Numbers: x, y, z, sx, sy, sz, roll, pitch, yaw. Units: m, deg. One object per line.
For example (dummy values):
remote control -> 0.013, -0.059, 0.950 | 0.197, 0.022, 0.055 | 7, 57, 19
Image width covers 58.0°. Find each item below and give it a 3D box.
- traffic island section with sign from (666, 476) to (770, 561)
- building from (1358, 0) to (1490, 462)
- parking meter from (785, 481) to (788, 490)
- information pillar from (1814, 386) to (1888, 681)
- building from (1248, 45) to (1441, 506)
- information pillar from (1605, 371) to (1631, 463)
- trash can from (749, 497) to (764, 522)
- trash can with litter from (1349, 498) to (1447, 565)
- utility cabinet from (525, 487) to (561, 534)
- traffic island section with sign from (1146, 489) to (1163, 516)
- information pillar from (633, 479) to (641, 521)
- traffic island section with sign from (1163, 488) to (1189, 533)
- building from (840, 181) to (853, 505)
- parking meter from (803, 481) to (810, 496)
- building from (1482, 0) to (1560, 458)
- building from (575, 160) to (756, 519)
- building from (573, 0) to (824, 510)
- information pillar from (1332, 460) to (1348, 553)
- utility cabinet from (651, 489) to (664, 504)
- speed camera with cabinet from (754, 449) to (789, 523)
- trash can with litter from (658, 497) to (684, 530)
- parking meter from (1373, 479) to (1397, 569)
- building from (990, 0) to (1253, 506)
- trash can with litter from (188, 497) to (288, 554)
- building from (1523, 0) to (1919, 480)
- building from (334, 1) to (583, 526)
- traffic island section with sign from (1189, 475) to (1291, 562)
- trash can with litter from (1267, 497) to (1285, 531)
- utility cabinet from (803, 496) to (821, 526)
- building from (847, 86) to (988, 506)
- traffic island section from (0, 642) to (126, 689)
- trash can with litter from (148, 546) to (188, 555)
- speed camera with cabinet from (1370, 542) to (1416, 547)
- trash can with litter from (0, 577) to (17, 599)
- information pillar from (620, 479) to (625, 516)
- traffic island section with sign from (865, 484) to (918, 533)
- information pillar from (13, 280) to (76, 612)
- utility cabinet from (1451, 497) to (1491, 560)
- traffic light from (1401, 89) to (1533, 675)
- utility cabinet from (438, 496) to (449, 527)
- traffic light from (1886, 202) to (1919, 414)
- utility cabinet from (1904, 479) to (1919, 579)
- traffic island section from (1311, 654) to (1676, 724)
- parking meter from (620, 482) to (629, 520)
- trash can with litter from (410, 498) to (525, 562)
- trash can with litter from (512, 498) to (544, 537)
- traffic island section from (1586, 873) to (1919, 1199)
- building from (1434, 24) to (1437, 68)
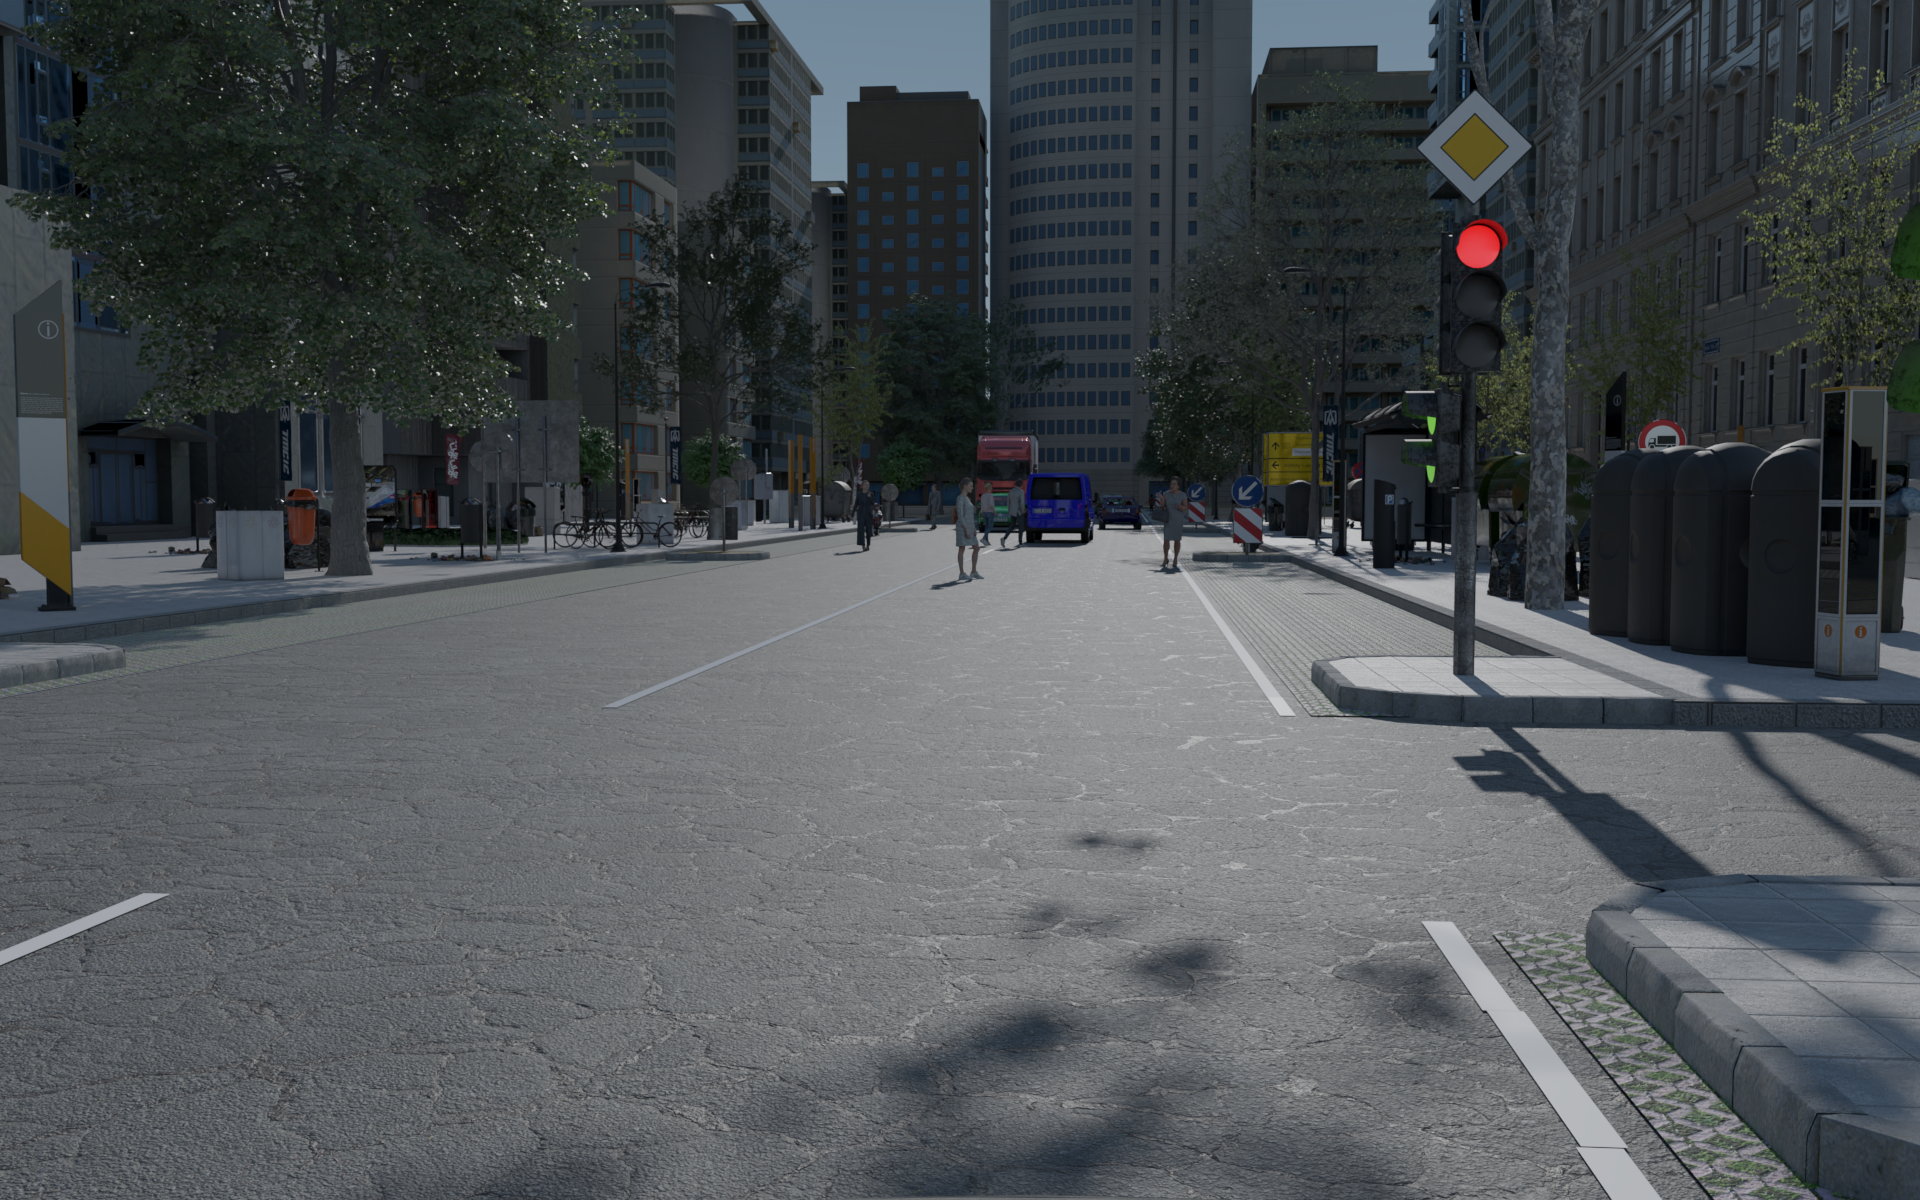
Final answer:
traffic island section with sign -> -5.237, -1.793, 37.942 | 1.989, 1.847, 2.006 | 0, 4, 5
building -> 43.320, -49.855, 127.804 | 22.319, 86.520, 31.000 | 0, 4, 5
parking meter -> -7.828, -4.515, 79.536 | 0.399, 1.863, 0.255 | 0, 4, -7
information pillar -> 6.159, -0.458, 11.977 | 0.304, 2.012, 0.304 | 0, 4, -7
building -> 42.580, -34.731, 191.551 | 21.600, 48.544, 21.300 | 0, 4, 5
information pillar -> 12.564, -2.560, 33.219 | 0.183, 3.616, 0.504 | -1, 4, -19
trash can -> -9.424, -4.214, 80.548 | 0.748, 1.137, 0.748 | 0, 3, 0
trash can with litter -> 8.252, -1.296, 32.242 | 1.678, 1.210, 2.233 | 0, 4, 1
utility cabinet -> -13.186, -2.819, 54.762 | 1.173, 1.500, 0.318 | 2, 4, 27
traffic island section with sign -> 13.410, -6.428, 113.729 | 1.989, 1.847, 2.006 | 0, 4, 5
information pillar -> -15.395, -4.775, 82.567 | 0.304, 2.012, 0.304 | 0, 4, 2
traffic island section with sign -> 8.615, -3.391, 64.071 | 1.989, 1.847, 2.006 | 0, 4, 5
building -> -23.032, -31.341, 204.308 | 23.993, 40.220, 32.217 | 0, 4, 5
parking meter -> -6.917, -4.441, 78.321 | 0.255, 1.863, 0.399 | 1, 4, 19
building -> 44.536, -25.037, 101.239 | 32.217, 40.220, 23.993 | 0, 4, 5
building -> -29.190, -15.931, 105.511 | 27.650, 21.520, 28.899 | 0, 4, 5
building -> -24.237, -27.191, 136.454 | 23.993, 40.220, 32.217 | 0, 4, 5
information pillar -> 8.288, -2.036, 37.789 | 0.304, 2.012, 0.304 | 1, 4, 18
utility cabinet -> -13.779, -4.303, 79.035 | 0.318, 1.500, 1.173 | -2, 4, -24
speed camera with cabinet -> -8.245, -5.016, 76.353 | 0.660, 3.252, 2.038 | 2, 4, 32
trash can with litter -> -10.382, -3.112, 62.264 | 1.055, 1.170, 0.624 | 0, 4, -3
parking meter -> 7.330, -1.315, 29.913 | 0.372, 1.533, 0.369 | 0, 3, 0
building -> 17.663, -39.894, 194.268 | 28.212, 58.520, 21.231 | 0, 4, 5
trash can with litter -> -13.579, -1.398, 33.914 | 1.678, 1.210, 2.233 | 3, 5, 42
building -> 32.451, -16.806, 72.037 | 12.463, 27.353, 25.104 | 0, 4, 5
building -> -25.304, -18.497, 74.125 | 14.160, 30.474, 14.107 | 0, 4, 5
traffic island section with sign -> 5.997, -1.741, 37.086 | 1.989, 1.847, 2.006 | 0, 4, 5
trash can with litter -> 11.127, -2.955, 59.706 | 1.055, 1.170, 0.624 | 2, 4, 25
utility cabinet -> -6.087, -3.618, 70.322 | 0.306, 1.237, 1.020 | 2, 4, 35
building -> -4.410, -33.217, 193.211 | 14.200, 45.320, 14.600 | 0, 4, 5
traffic island section -> -7.936, 0.541, 13.428 | 2.009, 0.180, 2.903 | 0, 4, 5
trash can with litter -> -16.508, -1.613, 37.430 | 2.233, 1.210, 1.678 | 1, 4, 23
speed camera with cabinet -> 11.069, -2.924, 42.151 | 2.038, 3.252, 0.660 | 0, 4, -8
trash can with litter -> -12.094, -0.597, 21.150 | 1.055, 1.170, 0.624 | 0, 4, 0
information pillar -> -16.952, -5.050, 87.066 | 0.304, 2.012, 0.304 | 2, 4, 35
traffic island section with sign -> -2.630, -3.444, 64.932 | 1.989, 1.847, 2.006 | 0, 4, 5
information pillar -> -9.984, -1.683, 18.869 | 0.504, 3.616, 0.183 | -3, 5, -41
utility cabinet -> 10.078, -1.372, 33.597 | 1.020, 1.237, 0.306 | 0, 4, 0
traffic light -> 3.563, -1.424, 12.203 | 0.839, 4.253, 0.868 | 0, 4, 5
utility cabinet -> -16.617, -2.710, 55.463 | 0.306, 1.237, 1.020 | -2, 4, -30
traffic light -> 2.795, -0.938, 4.255 | 0.839, 4.253, 0.868 | 0, 4, 5
utility cabinet -> 14.523, -1.062, 26.037 | 0.318, 1.500, 1.173 | 1, 4, 10
traffic island section -> 3.602, 0.610, 12.313 | 2.009, 0.180, 2.903 | 0, 4, 5
parking meter -> -16.349, -4.824, 84.581 | 0.399, 1.863, 0.255 | 2, 4, 24
trash can with litter -> -9.689, -1.379, 33.606 | 2.233, 1.210, 1.678 | 2, 4, 30
trash can with litter -> -12.980, -2.494, 52.157 | 0.624, 1.170, 1.055 | 1, 4, 15
traffic island section -> 2.834, 1.096, 4.365 | 2.009, 0.180, 2.903 | 0, 4, 5
building -> 67.415, -39.591, 189.309 | 28.212, 58.520, 21.231 | 0, 4, 5
